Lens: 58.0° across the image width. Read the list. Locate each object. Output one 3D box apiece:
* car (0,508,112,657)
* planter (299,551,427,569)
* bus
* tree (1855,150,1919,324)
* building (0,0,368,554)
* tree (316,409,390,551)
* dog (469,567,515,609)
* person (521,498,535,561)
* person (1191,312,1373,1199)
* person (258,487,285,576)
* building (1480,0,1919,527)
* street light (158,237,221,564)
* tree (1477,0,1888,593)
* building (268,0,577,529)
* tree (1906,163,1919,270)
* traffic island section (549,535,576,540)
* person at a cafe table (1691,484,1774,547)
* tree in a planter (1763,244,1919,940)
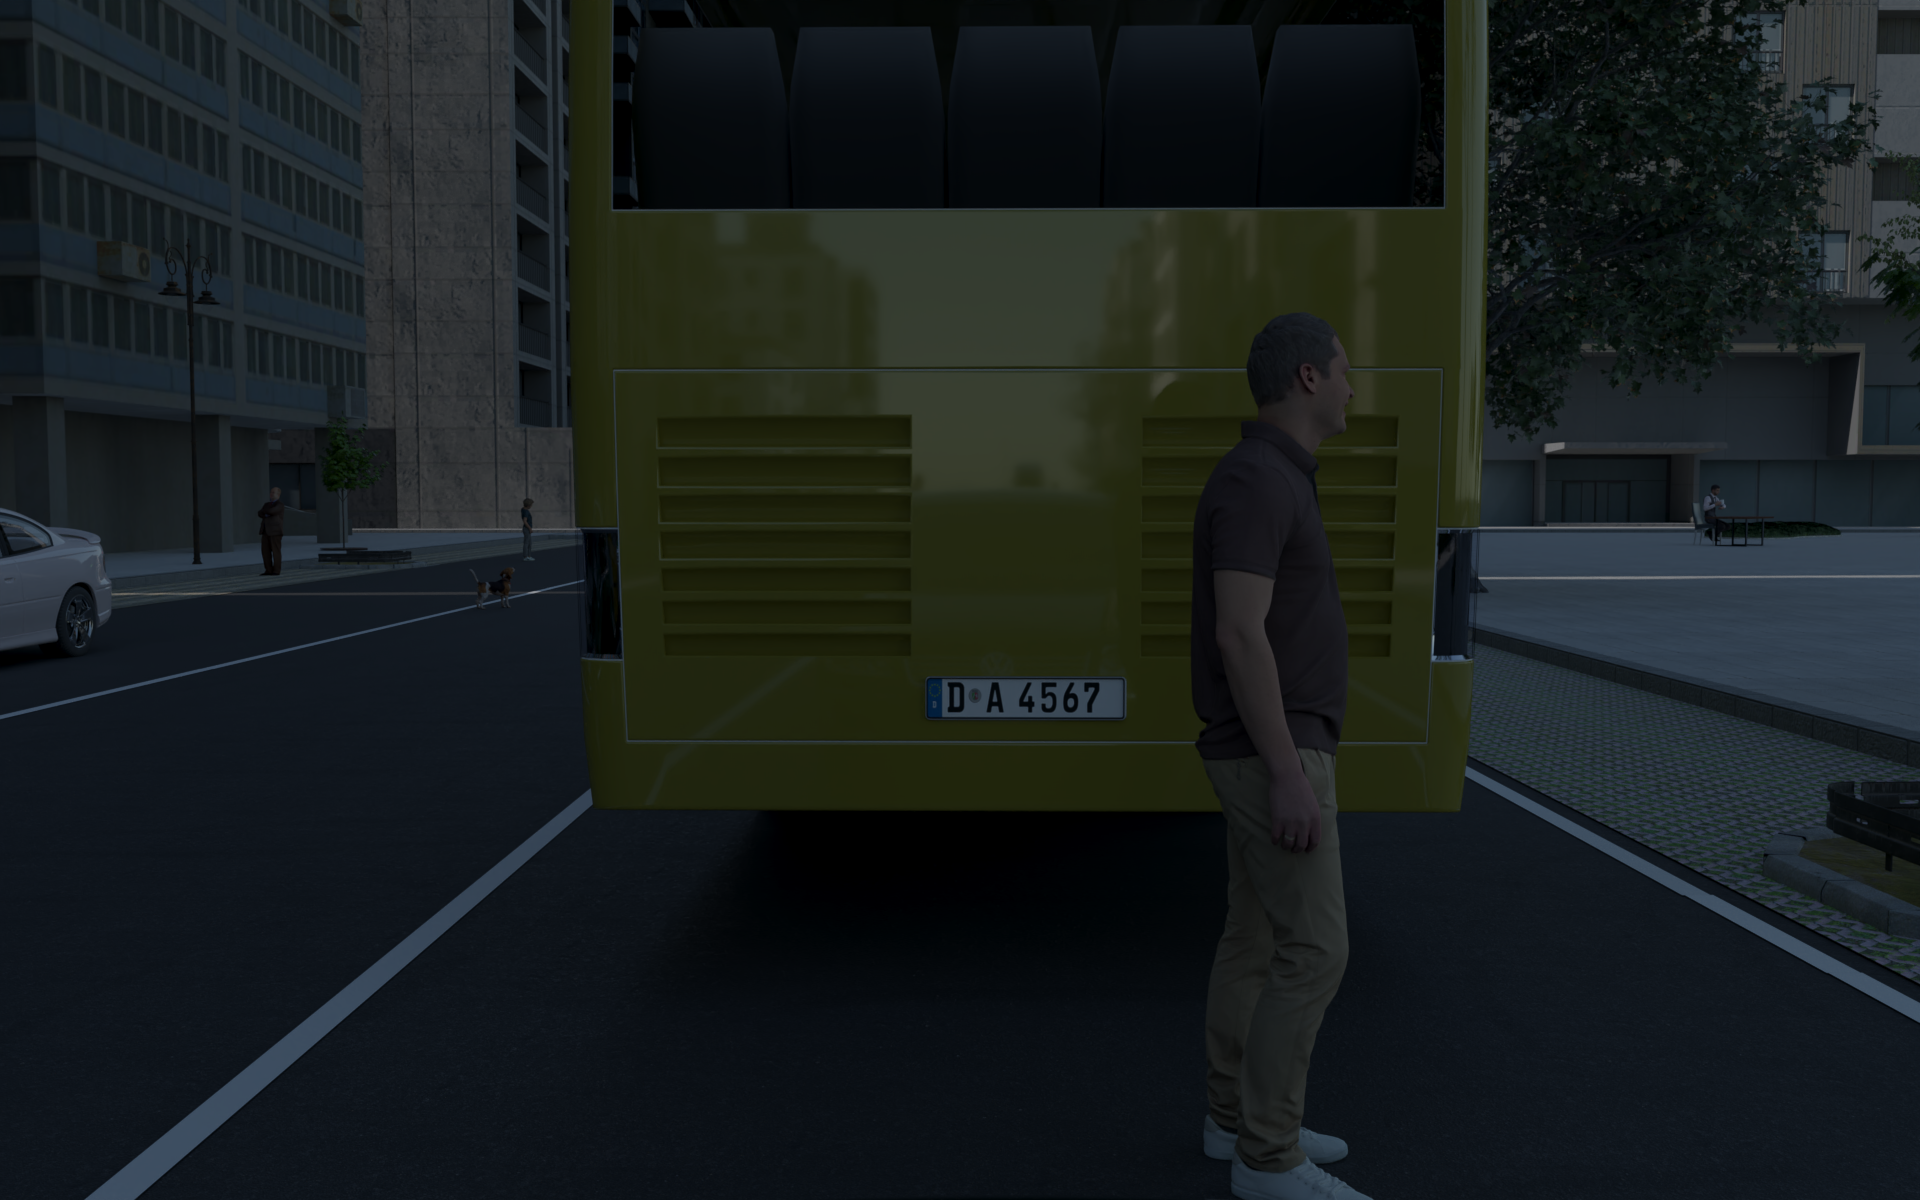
[{"bbox_3d":[-8.664,-0.095,13.913,2.083,1.381,4.827,0,4,0],"label":"car"},{"bbox_3d":[-11.542,-0.775,33.807,1.991,0.319,1.994,0,4,0],"label":"planter"},{"bbox_3d":[0.288,-1.176,10.777,2.896,3.916,12.252,0,4,1],"label":"bus"},{"bbox_3d":[18.674,-4.959,31.443,4.737,8.622,4.395,0,3,0],"label":"tree"},{"bbox_3d":[-27.284,-21.205,38.590,23.993,40.220,32.217,0,4,0],"label":"building"},{"bbox_3d":[-14.067,-2.737,39.349,1.663,3.219,1.824,0,3,0],"label":"tree"},{"bbox_3d":[-5.856,-0.149,21.719,0.406,0.507,0.540,0,4,5],"label":"dog"},{"bbox_3d":[-9.274,-1.519,37.251,0.340,1.345,0.435,-2,4,-29],"label":"person"},{"bbox_3d":[0.690,0.307,3.608,0.434,1.807,0.598,1,4,21],"label":"person"},{"bbox_3d":[-11.989,-1.188,30.195,0.482,1.546,0.388,2,4,31],"label":"person"},{"bbox_3d":[29.696,-29.853,77.343,27.495,52.752,28.713,0,4,0],"label":"building"},{"bbox_3d":[-13.937,-3.589,31.462,0.468,5.910,1.993,0,4,0],"label":"street light"},{"bbox_3d":[6.550,-6.444,22.365,9.611,12.733,9.660,0,3,0],"label":"tree"},{"bbox_3d":[-24.413,-38.759,71.954,20.563,71.187,20.611,0,4,0],"label":"building"},{"bbox_3d":[7.061,-1.575,9.459,4.285,4.588,4.351,0,3,0],"label":"tree"},{"bbox_3d":[-11.966,-2.057,55.916,2.009,0.180,2.903,0,4,0],"label":"traffic island section"},{"bbox_3d":[19.058,-2.111,43.027,1.698,1.524,1.622,-3,5,-44],"label":"person at a cafe table"},{"bbox_3d":[3.992,-0.536,5.989,1.991,3.239,1.994,0,4,0],"label":"tree in a planter"}]
